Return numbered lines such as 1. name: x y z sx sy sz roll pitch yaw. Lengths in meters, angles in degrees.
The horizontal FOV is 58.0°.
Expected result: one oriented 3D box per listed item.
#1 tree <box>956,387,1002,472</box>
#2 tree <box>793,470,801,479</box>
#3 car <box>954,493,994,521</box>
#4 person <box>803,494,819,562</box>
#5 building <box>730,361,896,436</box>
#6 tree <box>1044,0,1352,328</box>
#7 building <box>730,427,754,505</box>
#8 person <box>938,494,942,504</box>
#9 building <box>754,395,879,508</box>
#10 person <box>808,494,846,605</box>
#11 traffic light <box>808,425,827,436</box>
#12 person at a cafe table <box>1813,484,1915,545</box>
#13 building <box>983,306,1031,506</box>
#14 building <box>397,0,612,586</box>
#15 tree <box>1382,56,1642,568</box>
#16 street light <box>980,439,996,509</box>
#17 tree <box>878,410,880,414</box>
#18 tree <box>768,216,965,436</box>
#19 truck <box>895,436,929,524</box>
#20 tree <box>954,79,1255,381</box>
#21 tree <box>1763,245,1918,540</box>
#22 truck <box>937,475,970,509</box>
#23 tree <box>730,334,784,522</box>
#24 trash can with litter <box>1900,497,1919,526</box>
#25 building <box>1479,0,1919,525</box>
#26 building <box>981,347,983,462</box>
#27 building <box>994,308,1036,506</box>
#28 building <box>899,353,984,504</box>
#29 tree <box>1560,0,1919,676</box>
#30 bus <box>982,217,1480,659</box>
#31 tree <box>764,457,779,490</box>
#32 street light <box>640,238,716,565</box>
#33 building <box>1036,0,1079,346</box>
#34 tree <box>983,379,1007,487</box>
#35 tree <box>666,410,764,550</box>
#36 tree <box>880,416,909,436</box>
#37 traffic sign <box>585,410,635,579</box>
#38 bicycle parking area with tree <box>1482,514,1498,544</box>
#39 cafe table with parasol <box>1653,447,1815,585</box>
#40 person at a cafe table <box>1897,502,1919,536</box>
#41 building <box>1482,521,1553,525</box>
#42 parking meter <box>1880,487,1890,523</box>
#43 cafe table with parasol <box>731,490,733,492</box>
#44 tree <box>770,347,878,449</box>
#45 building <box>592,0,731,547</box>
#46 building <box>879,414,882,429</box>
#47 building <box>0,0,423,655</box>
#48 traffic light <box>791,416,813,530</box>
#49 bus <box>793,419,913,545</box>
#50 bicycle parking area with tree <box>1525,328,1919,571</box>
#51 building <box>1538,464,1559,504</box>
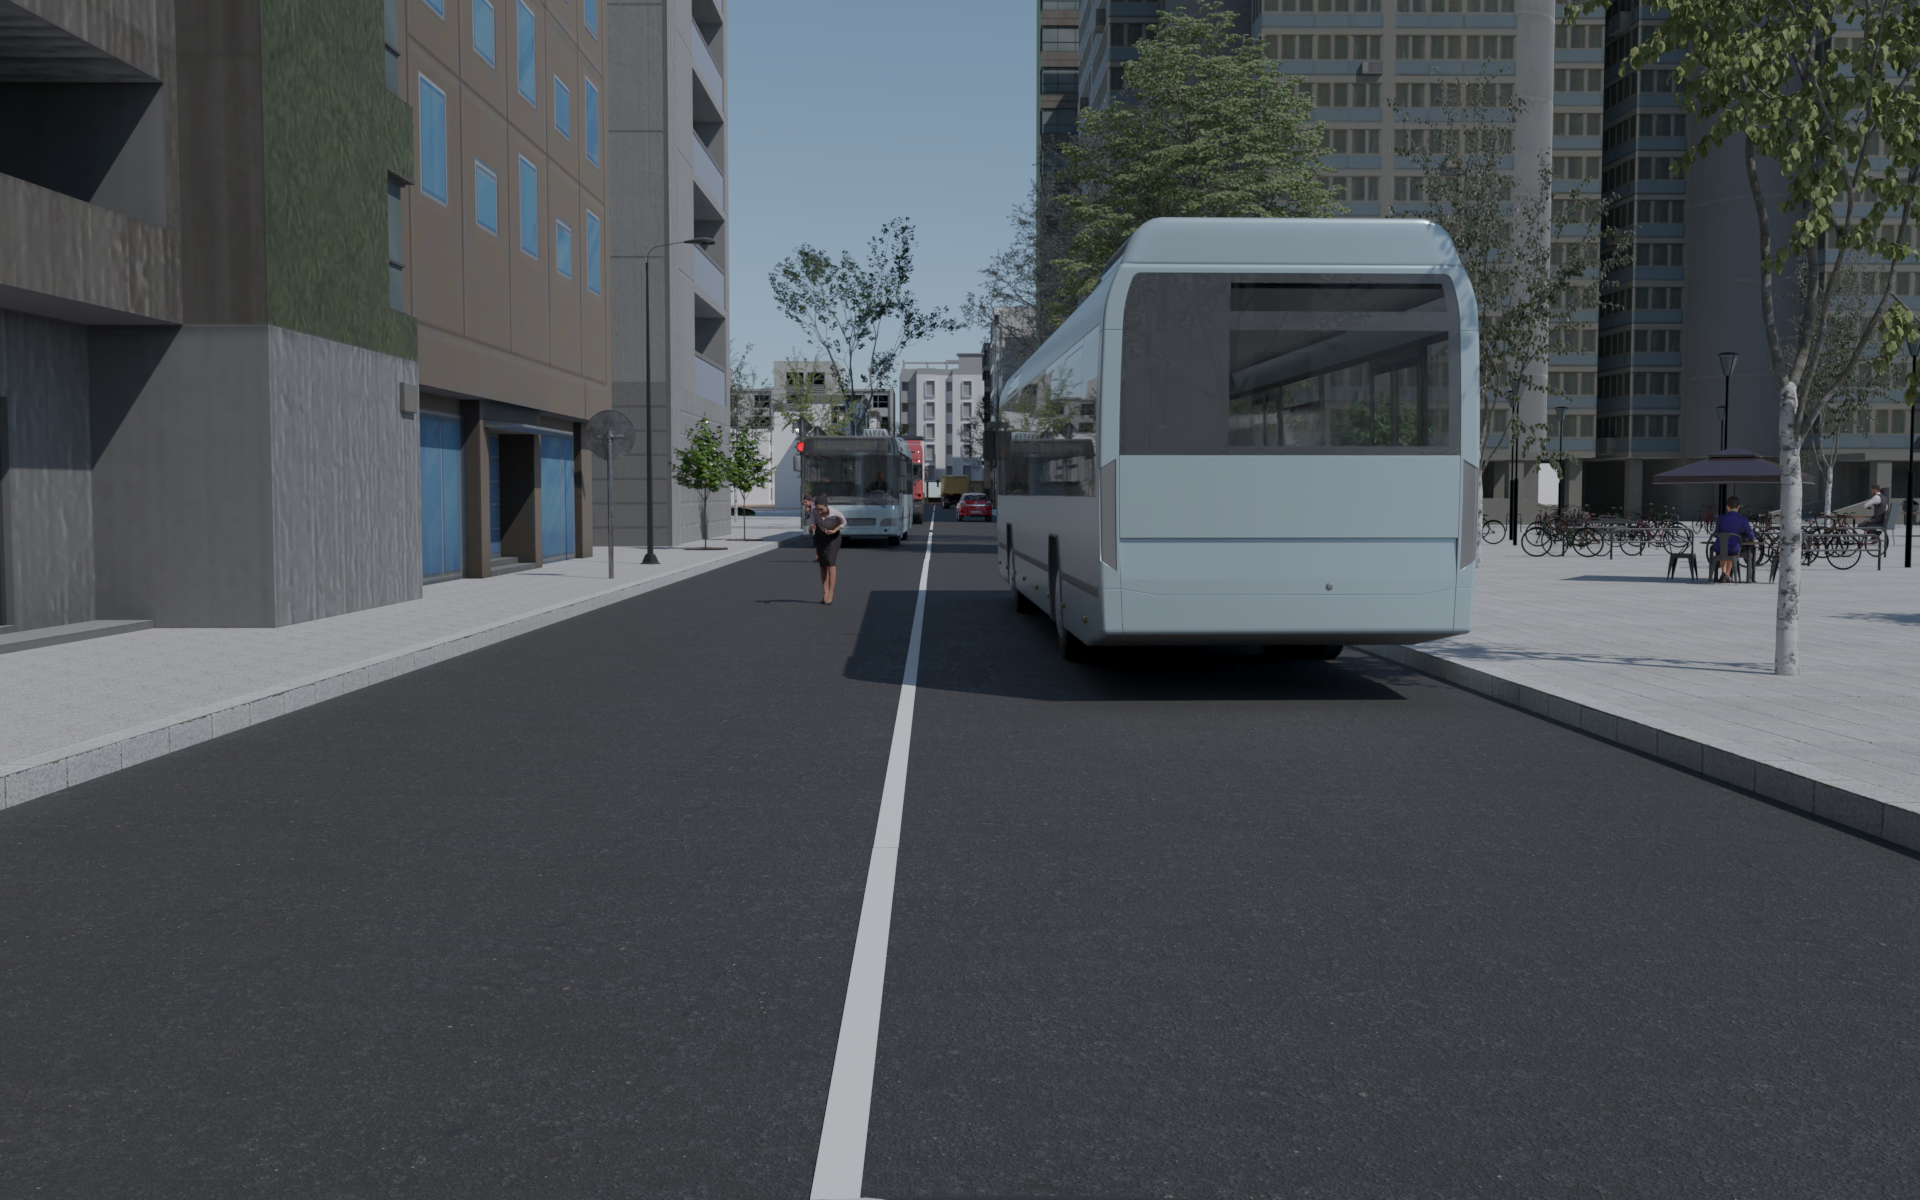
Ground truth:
1. tree: 3.696 -13.194 150.141 8.767 10.594 7.601 0 4 5
2. tree: -7.857 -7.042 98.844 4.285 4.588 4.351 0 3 0
3. car: 0.743 -5.091 92.280 2.155 1.783 4.494 0 4 -2
4. person: -3.013 -1.496 36.188 0.421 1.427 0.697 2 4 35
5. building: -24.808 -22.740 238.257 31.486 18.905 16.747 0 4 -1
6. tree: 5.800 -7.483 40.469 7.486 12.596 7.792 0 3 0
7. building: -23.438 -16.771 216.357 28.070 9.664 9.099 0 4 -1
8. person: -2.181 -12.403 212.006 1.217 1.735 0.721 -1 4 -13
9. building: -12.790 -13.336 160.198 9.099 9.664 28.070 0 4 -1
10. person: -1.765 -0.657 22.425 0.628 1.438 0.799 -2 4 -25
11. traffic light: -5.789 -4.995 70.584 0.839 4.253 0.868 0 4 -1
12. person at a cafe table: 22.773 -2.152 43.702 1.698 1.524 1.622 -3 4 -37
13. building: 17.432 -22.088 205.106 27.936 21.610 32.646 0 4 -1
14. building: -13.961 -23.066 27.236 14.600 45.320 14.200 0 4 -1
15. tree: 9.016 -4.843 29.551 4.360 8.622 3.978 0 3 0
16. street light: 2.354 -10.601 145.865 1.470 5.913 1.316 0 4 -1
17. tree: -7.941 -10.959 129.544 4.737 8.622 4.395 0 3 0
18. tree: -5.938 -15.989 117.311 12.611 20.169 13.585 0 3 0
19. truck: -3.003 -5.926 85.808 2.839 4.237 11.283 0 4 -1
20. tree: 5.054 -8.573 50.542 12.009 13.543 11.850 0 3 0
21. tree: 24.543 -6.009 48.614 4.360 8.622 3.978 0 3 0
22. truck: -0.533 -10.907 174.256 3.469 3.379 9.791 0 4 -2
23. tree: -10.183 -7.859 78.860 4.360 8.622 3.978 0 3 0
24. trash can with litter: 38.919 -3.617 70.525 1.055 1.170 0.624 0 4 0
25. building: 43.016 -24.183 87.278 23.993 40.220 32.217 0 4 -1
26. building: 19.371 -24.496 244.488 32.646 21.610 27.936 0 4 -1
27. building: 12.262 -18.755 173.100 16.747 18.905 31.486 0 4 -1
28. building: -2.559 -23.359 238.347 11.380 20.091 16.016 0 4 -1
29. tree: 5.874 -3.757 11.791 4.737 8.622 4.395 0 3 0
30. bus: 1.975 -1.427 18.185 2.948 3.499 13.247 0 4 -2
31. tree: -5.820 -3.252 47.777 1.663 3.219 1.824 0 3 0
32. street light: -5.126 -3.607 31.524 1.470 5.913 1.316 0 4 -1
33. building: 11.950 -26.360 114.581 14.154 41.232 14.086 0 4 -1
34. tree: 3.476 -9.448 104.831 4.360 8.622 3.978 0 3 0
35. tree: -5.766 -2.771 39.903 1.663 3.219 1.824 0 3 0
36. tree: -8.725 -16.657 206.758 8.767 10.594 7.601 1 4 21
37. traffic sign: -5.289 -1.595 26.185 0.768 2.556 0.104 0 4 0
38. bicycle parking area with tree: 14.709 -3.575 45.447 9.016 4.147 8.231 2 4 30
39. cafe table with parasol: 11.205 -1.236 25.079 2.610 1.966 2.610 0 4 -1
40. person at a cafe table: 29.621 -2.669 52.146 1.622 1.524 1.698 0 4 -7
41. building: 18.284 -24.154 86.795 23.993 40.220 32.217 0 4 -1
42. parking meter: 34.172 -3.407 64.110 0.372 1.533 0.369 0 3 0
43. cafe table with parasol: -19.197 -8.164 138.343 2.610 1.966 2.610 3 5 41
44. tree: -7.456 -8.348 86.851 4.737 8.622 4.395 0 3 0
45. building: -21.242 -30.999 48.835 28.212 58.520 21.231 0 4 -1
46. building: -13.041 -15.050 188.215 9.099 9.664 28.070 0 4 -1
47. building: -13.536 -14.785 13.442 14.160 30.474 14.107 0 4 -1
48. traffic light: -5.680 -4.506 62.600 0.839 4.253 0.868 0 4 -1
49. bus: -2.862 -3.440 51.096 2.948 3.499 13.247 0 4 0
50. bicycle parking area with tree: 15.869 -2.790 32.612 9.016 4.147 8.231 0 4 2
51. building: 62.842 -16.850 217.640 28.070 9.664 9.099 0 4 -1
